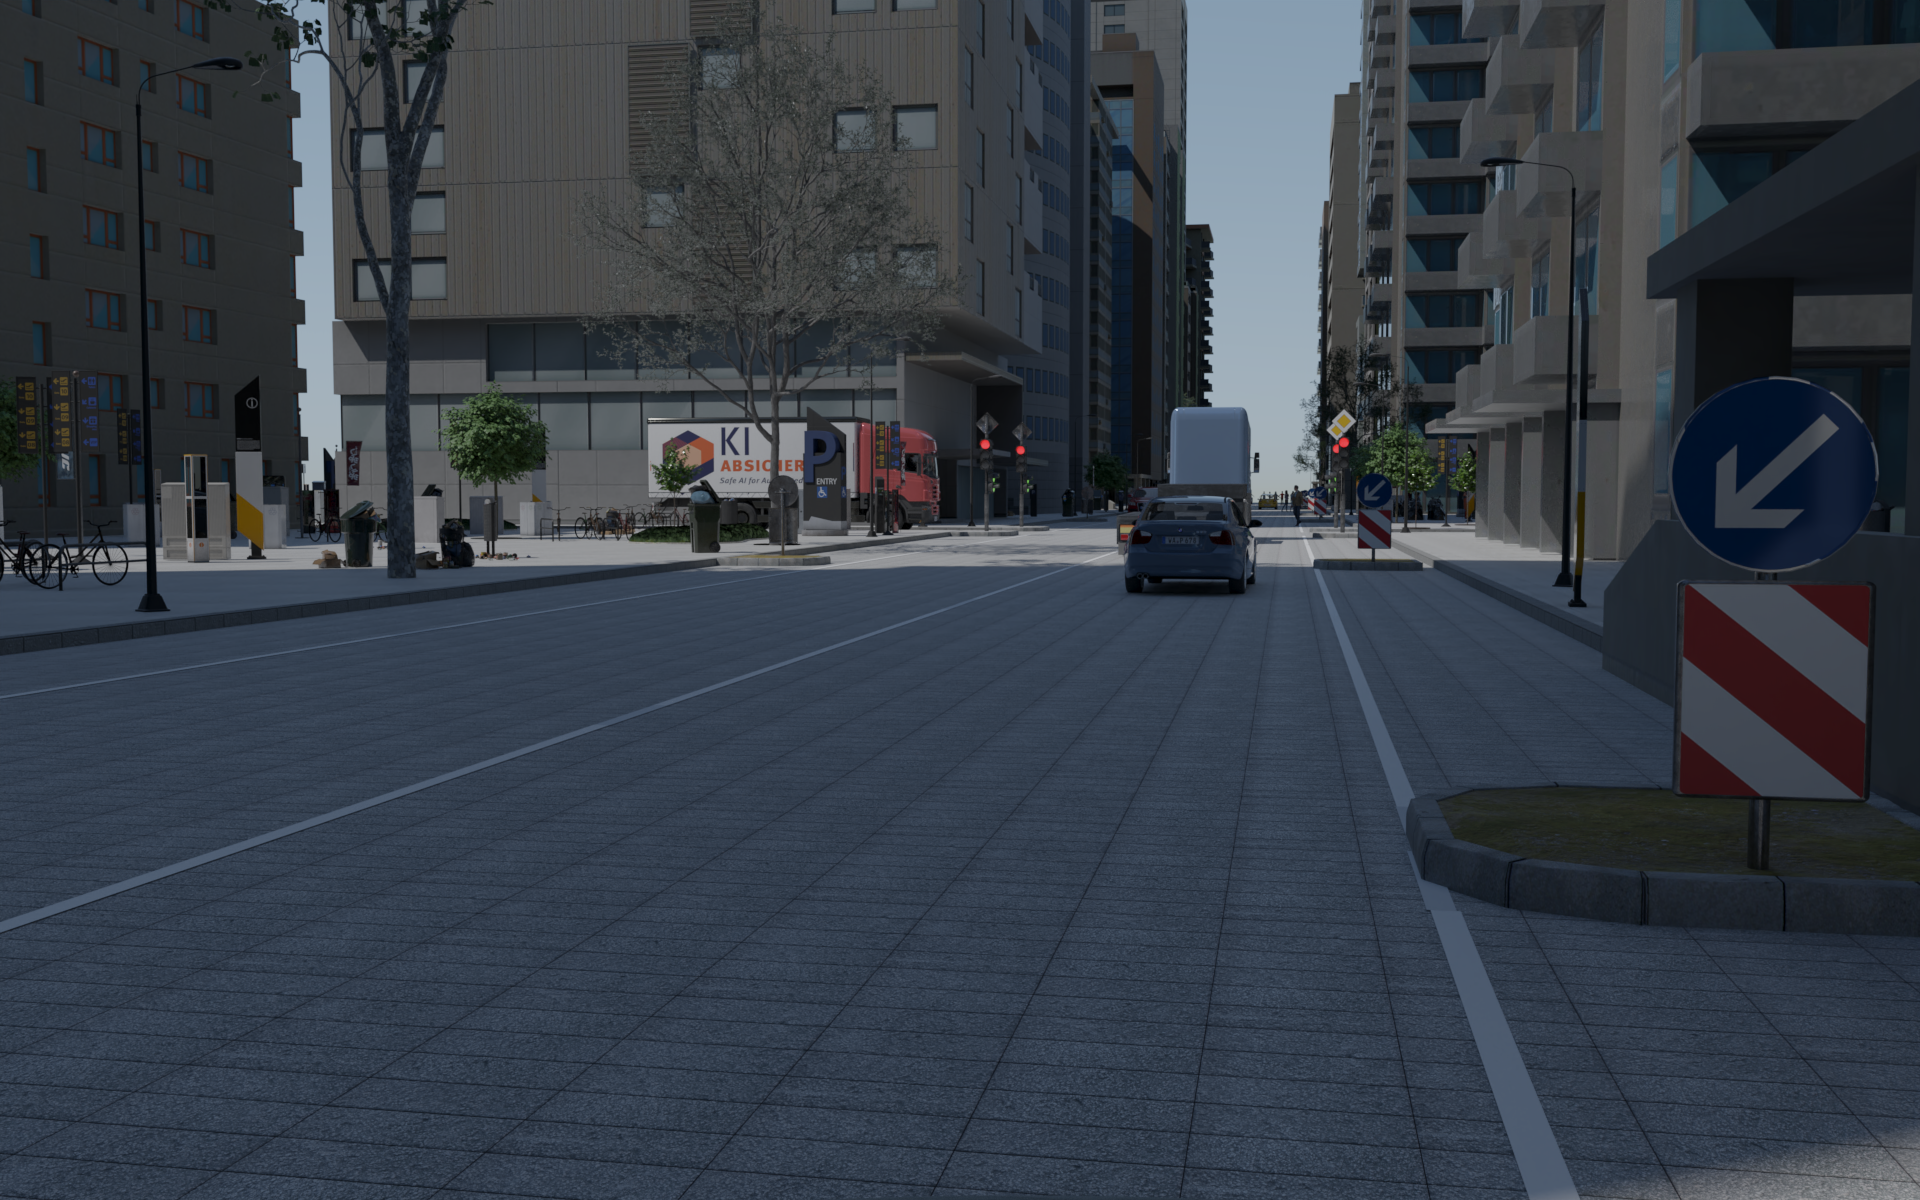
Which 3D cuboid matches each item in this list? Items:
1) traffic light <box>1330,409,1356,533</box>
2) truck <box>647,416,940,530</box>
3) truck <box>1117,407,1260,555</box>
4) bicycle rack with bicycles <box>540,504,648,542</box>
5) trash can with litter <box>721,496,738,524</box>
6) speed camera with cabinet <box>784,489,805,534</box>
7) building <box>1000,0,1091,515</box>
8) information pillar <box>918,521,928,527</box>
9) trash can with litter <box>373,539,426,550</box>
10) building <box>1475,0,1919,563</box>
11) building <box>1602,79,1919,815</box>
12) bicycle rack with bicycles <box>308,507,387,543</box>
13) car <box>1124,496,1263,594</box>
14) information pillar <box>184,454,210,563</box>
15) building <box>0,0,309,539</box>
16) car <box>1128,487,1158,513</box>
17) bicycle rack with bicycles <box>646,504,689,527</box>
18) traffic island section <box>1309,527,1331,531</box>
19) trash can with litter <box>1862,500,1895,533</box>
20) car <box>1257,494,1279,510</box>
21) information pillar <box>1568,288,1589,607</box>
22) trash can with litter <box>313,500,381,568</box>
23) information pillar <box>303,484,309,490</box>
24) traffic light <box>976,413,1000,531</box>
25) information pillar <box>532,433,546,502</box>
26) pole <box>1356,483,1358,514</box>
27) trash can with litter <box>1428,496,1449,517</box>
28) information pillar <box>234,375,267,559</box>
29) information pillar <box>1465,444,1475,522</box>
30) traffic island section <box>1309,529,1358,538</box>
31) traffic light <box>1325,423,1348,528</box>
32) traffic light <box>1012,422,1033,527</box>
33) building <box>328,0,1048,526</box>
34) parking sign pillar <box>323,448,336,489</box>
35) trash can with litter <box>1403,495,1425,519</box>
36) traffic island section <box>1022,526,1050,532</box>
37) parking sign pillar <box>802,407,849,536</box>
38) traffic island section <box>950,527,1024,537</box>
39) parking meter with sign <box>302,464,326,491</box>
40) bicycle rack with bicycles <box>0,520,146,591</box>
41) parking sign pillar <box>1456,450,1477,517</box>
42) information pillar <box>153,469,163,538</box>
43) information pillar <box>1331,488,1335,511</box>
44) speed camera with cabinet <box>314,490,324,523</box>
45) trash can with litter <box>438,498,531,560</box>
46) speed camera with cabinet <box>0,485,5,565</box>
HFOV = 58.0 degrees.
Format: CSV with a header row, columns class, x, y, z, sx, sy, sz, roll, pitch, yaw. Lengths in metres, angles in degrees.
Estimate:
class,x,y,z,sx,sy,sz,roll,pitch,yaw
traffic light,12.692,-4.191,57.435,0.839,4.253,0.868,1,4,11
truck,-5.770,-4.593,64.005,11.283,4.237,2.839,1,4,9
truck,6.568,-3.562,47.991,2.967,4.110,18.799,1,4,11
bicycle rack with bicycles,-10.465,-2.119,48.031,2.852,0.926,2.925,-1,4,-23
trash can with litter,-6.667,-2.567,53.032,2.233,1.210,1.678,-1,4,-10
speed camera with cabinet,-5.007,-3.747,55.595,2.038,3.252,0.660,-1,4,-19
building,-3.221,-35.166,116.968,21.231,58.520,28.212,1,4,11
information pillar,-1.385,-4.652,67.419,0.504,3.616,0.183,2,4,35
trash can with litter,-13.352,-1.793,40.377,1.678,1.210,2.233,-1,4,-15
building,23.490,-25.591,38.021,23.786,49.044,30.456,1,4,11
building,19.816,-19.041,3.203,32.217,40.220,23.993,1,4,11
bicycle rack with bicycles,-15.724,-2.014,46.314,2.852,0.926,2.925,-3,5,-44
car,3.547,-0.874,26.298,2.014,1.417,4.499,1,4,13
information pillar,-14.228,-1.701,32.300,0.304,2.012,0.304,3,5,42
building,-40.853,-12.700,52.688,28.899,21.520,27.650,1,4,11
car,9.967,-5.008,90.553,2.281,1.827,5.304,1,4,12
bicycle rack with bicycles,-11.126,-2.950,61.620,2.852,0.926,2.925,-2,4,-32
traffic island section,14.214,-2.637,65.388,2.009,0.180,2.903,1,4,11
trash can with litter,10.987,-0.585,20.615,1.678,1.210,2.233,0,4,1
car,28.425,-9.145,159.750,2.015,1.641,3.980,1,4,12
information pillar,7.025,-1.727,19.588,0.183,3.616,0.504,1,4,16
trash can with litter,-10.674,-1.148,30.151,1.055,1.170,0.624,-3,5,-44
information pillar,-48.187,-7.535,127.691,0.304,2.012,0.304,1,4,22
traffic light,0.935,-4.325,59.636,0.839,4.253,0.868,1,4,11
information pillar,-14.333,-4.139,59.024,0.504,3.616,0.183,-2,4,-24
pole,25.354,-7.124,110.325,0.158,3.312,0.155,0,3,0
trash can with litter,25.194,-4.879,91.152,1.055,1.170,0.624,1,4,12
information pillar,-13.971,-2.613,34.077,0.504,3.616,0.183,-1,4,-14
information pillar,23.727,-5.450,80.465,0.504,3.616,0.183,-3,4,-39
traffic island section,12.729,-2.157,57.542,2.009,0.180,2.903,1,4,11
traffic light,14.177,-4.670,65.282,0.839,4.253,0.868,1,4,11
traffic light,2.420,-4.805,67.482,0.839,4.253,0.868,1,4,11
building,-10.835,-30.148,82.160,28.713,52.752,27.495,1,4,11
parking sign pillar,-36.725,-6.904,101.357,1.447,3.967,1.447,0,4,7
trash can with litter,23.455,-4.725,88.308,1.678,1.210,2.233,1,4,16
traffic island section,2.383,-2.773,67.624,2.009,0.180,2.903,1,4,11
parking sign pillar,-4.142,-3.951,53.069,1.447,3.967,1.447,1,4,22
traffic island section,0.898,-2.293,59.778,2.009,0.180,2.903,1,4,11
parking meter with sign,-36.880,-6.324,99.655,1.738,3.016,0.543,0,4,-7
bicycle rack with bicycles,-12.750,-0.640,23.852,2.852,0.926,2.925,1,4,14
parking sign pillar,28.442,-6.612,96.585,1.447,3.967,1.447,0,4,3
information pillar,-23.691,-2.839,50.914,0.304,2.012,0.304,1,4,8
information pillar,27.781,-7.584,128.490,0.304,2.012,0.304,-3,5,-44
speed camera with cabinet,-29.486,-5.071,77.250,2.038,3.252,0.660,0,4,-7
trash can with litter,-9.311,-1.417,34.232,1.678,1.210,2.233,-2,4,-27
speed camera with cabinet,-16.790,-2.139,29.309,0.660,3.252,2.038,-1,4,-16
